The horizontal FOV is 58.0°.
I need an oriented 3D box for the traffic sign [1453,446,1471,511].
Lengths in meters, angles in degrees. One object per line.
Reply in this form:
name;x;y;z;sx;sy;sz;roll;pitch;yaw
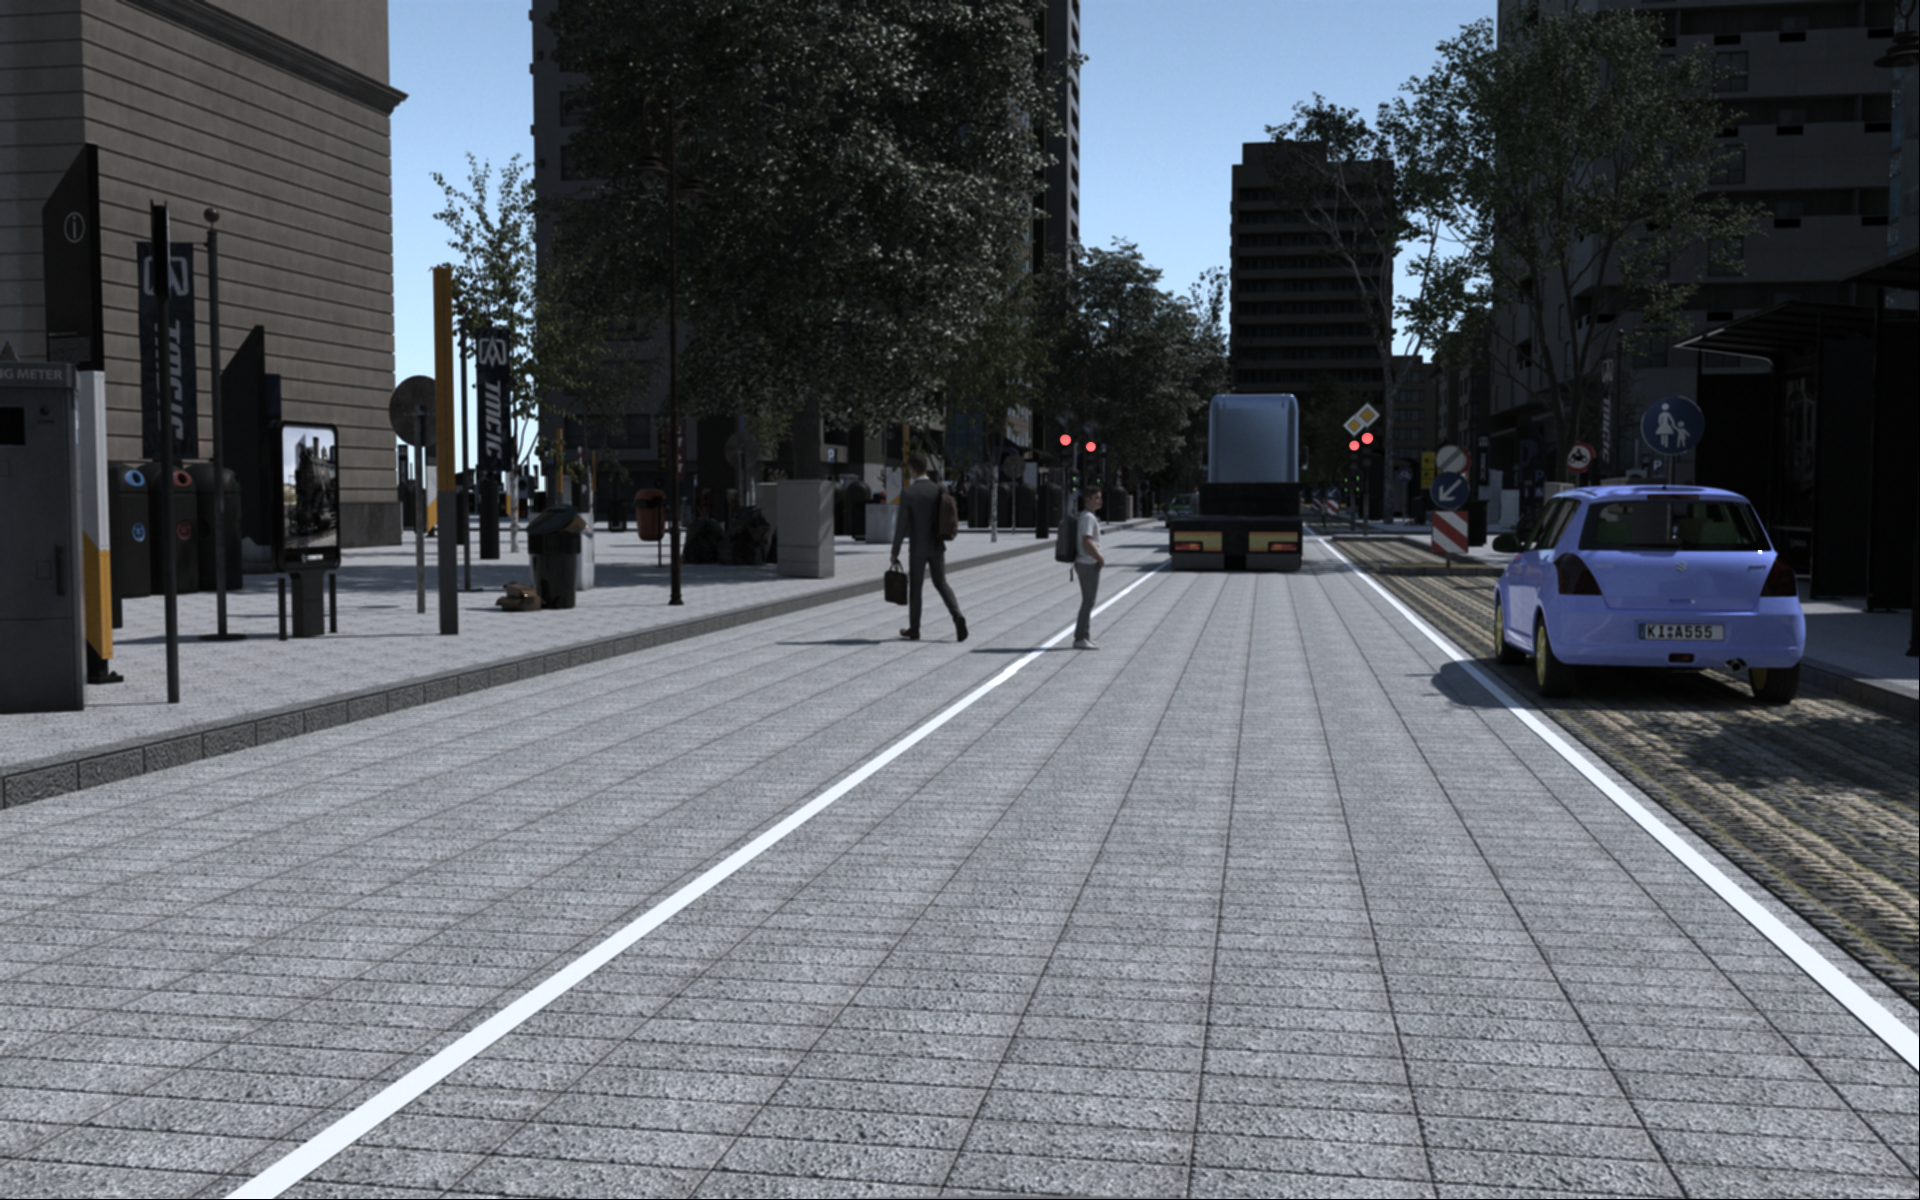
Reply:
traffic sign;13.192;-2.814;46.123;0.768;2.556;0.104;1;4;11

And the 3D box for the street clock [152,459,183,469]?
street clock;-13.667;-1.550;29.911;0.471;2.002;0.358;1;4;19

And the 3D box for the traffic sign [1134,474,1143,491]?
traffic sign;10.914;-6.544;107.100;0.768;2.556;0.104;1;4;14

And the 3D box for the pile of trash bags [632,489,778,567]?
pile of trash bags;-4.425;-1.335;31.576;3.447;1.369;1.912;-3;5;-43

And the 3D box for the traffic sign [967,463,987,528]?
traffic sign;0.616;-3.872;64.496;0.795;2.450;0.064;1;4;20

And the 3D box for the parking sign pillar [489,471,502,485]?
parking sign pillar;-34.177;-8.466;126.893;1.447;3.967;1.447;2;4;34

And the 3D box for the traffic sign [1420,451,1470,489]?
traffic sign;23.047;-5.408;82.297;2.265;3.308;0.079;1;4;13

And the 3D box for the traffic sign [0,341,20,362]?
traffic sign;-8.080;-0.901;14.730;0.884;2.594;0.081;1;4;19

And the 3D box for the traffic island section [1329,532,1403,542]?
traffic island section;12.491;-1.895;53.262;2.009;0.180;2.903;1;4;10

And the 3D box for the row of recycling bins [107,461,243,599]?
row of recycling bins;-10.390;-0.902;21.859;1.069;1.692;3.534;1;4;11

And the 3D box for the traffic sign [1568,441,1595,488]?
traffic sign;14.856;-2.542;41.667;0.768;2.556;0.104;1;4;15

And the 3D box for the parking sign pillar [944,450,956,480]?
parking sign pillar;-0.574;-6.874;100.855;1.447;3.967;1.447;1;4;12

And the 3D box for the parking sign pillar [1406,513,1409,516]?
parking sign pillar;26.532;-6.825;100.055;1.447;3.967;1.447;2;4;30

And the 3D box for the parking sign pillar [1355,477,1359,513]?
parking sign pillar;27.640;-8.061;120.266;1.447;3.967;1.447;1;4;22

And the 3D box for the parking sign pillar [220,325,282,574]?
parking sign pillar;-11.593;-2.432;28.239;1.447;3.967;1.447;3;4;38

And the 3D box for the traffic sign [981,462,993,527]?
traffic sign;1.125;-4.172;68.316;0.768;2.556;0.104;1;4;11

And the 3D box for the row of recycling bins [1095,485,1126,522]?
row of recycling bins;7.203;-4.541;81.360;1.069;1.692;3.534;0;4;-3

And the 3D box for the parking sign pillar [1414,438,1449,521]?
parking sign pillar;22.962;-5.809;83.445;1.447;3.967;1.447;3;5;40

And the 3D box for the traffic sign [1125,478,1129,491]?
traffic sign;13.189;-8.316;136.072;0.768;2.556;0.104;1;4;19

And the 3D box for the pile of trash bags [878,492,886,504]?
pile of trash bags;-2.272;-3.641;69.281;1.912;1.369;3.447;-2;4;-34

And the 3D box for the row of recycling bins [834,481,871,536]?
row of recycling bins;-4.269;-2.890;54.359;3.534;1.692;1.069;2;4;34

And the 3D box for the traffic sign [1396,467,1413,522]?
traffic sign;20.752;-4.942;80.906;0.768;2.556;0.104;1;4;16

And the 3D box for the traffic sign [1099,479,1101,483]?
traffic sign;9.099;-6.803;111.328;0.768;2.556;0.104;1;4;15

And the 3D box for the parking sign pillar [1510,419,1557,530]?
parking sign pillar;20.338;-4.469;61.537;1.447;3.967;1.447;0;4;-4

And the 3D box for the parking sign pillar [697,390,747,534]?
parking sign pillar;-5.970;-3.360;43.406;1.447;3.967;1.447;2;4;35

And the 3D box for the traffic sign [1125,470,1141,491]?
traffic sign;9.399;-5.749;94.005;0.884;2.594;0.081;1;4;12

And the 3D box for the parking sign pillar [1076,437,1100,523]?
parking sign pillar;5.549;-5.433;77.294;1.447;3.967;1.447;2;4;28

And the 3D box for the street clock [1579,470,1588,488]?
street clock;15.111;-2.296;42.105;0.358;2.002;0.471;1;4;15

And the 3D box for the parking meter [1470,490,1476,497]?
parking meter;35.454;-6.812;119.784;0.372;1.533;0.369;0;3;0

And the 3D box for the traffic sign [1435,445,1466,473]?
traffic sign;12.777;-2.757;45.189;0.768;2.556;0.104;1;4;12

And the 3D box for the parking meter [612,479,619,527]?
parking meter;-13.441;-3.783;67.558;0.255;1.863;0.399;-1;4;-14

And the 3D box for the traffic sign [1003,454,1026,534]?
traffic sign;1.724;-3.385;55.452;0.768;2.556;0.104;1;4;19

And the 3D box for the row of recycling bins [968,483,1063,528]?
row of recycling bins;2.059;-3.573;65.528;3.534;1.692;1.069;0;4;1

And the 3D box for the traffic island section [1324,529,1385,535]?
traffic island section;13.883;-2.376;61.125;2.009;0.180;2.903;1;4;10

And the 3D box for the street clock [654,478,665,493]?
street clock;-13.813;-4.592;79.655;0.471;2.002;0.358;1;4;23

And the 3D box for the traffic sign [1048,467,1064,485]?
traffic sign;3.666;-3.922;66.257;0.606;2.300;0.079;1;4;16

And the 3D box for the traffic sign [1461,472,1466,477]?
traffic sign;13.966;-2.860;48.898;0.606;2.300;0.079;1;4;19

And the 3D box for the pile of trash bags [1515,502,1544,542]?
pile of trash bags;16.591;-2.276;46.966;3.447;1.369;1.912;-3;5;-42

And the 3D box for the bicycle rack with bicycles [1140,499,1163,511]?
bicycle rack with bicycles;14.087;-6.899;126.175;2.852;0.926;2.925;2;4;29

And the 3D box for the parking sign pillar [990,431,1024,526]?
parking sign pillar;1.904;-4.983;69.947;1.447;3.967;1.447;1;4;12

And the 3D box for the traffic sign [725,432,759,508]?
traffic sign;-4.469;-2.157;35.379;0.768;2.556;0.104;1;4;18

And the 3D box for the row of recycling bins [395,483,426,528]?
row of recycling bins;-21.643;-3.725;68.016;1.069;1.692;3.534;-1;4;-22

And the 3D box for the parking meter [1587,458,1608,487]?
parking meter;10.393;-1.380;28.268;0.255;1.863;0.399;1;4;9

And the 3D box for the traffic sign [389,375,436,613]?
traffic sign;-5.811;-1.131;18.604;0.768;2.556;0.104;1;4;18

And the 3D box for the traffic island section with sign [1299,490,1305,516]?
traffic island section with sign;22.979;-6.351;112.461;1.989;1.847;2.006;1;4;10

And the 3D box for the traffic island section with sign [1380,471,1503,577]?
traffic island section with sign;8.549;-1.363;30.911;1.989;1.847;2.006;1;4;10

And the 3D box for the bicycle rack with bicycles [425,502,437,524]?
bicycle rack with bicycles;-23.118;-3.742;74.568;2.852;0.926;2.925;0;4;3

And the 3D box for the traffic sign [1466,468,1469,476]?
traffic sign;17.741;-3.769;61.729;0.768;2.556;0.104;1;4;15

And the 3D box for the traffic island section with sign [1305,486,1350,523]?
traffic island section with sign;18.195;-4.692;85.345;1.989;1.847;2.006;1;4;10

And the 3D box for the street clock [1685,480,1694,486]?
street clock;37.959;-5.232;90.111;0.358;2.002;0.471;-2;4;-31

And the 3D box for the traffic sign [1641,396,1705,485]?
traffic sign;9.244;-1.371;22.527;0.768;2.556;0.104;1;4;18
